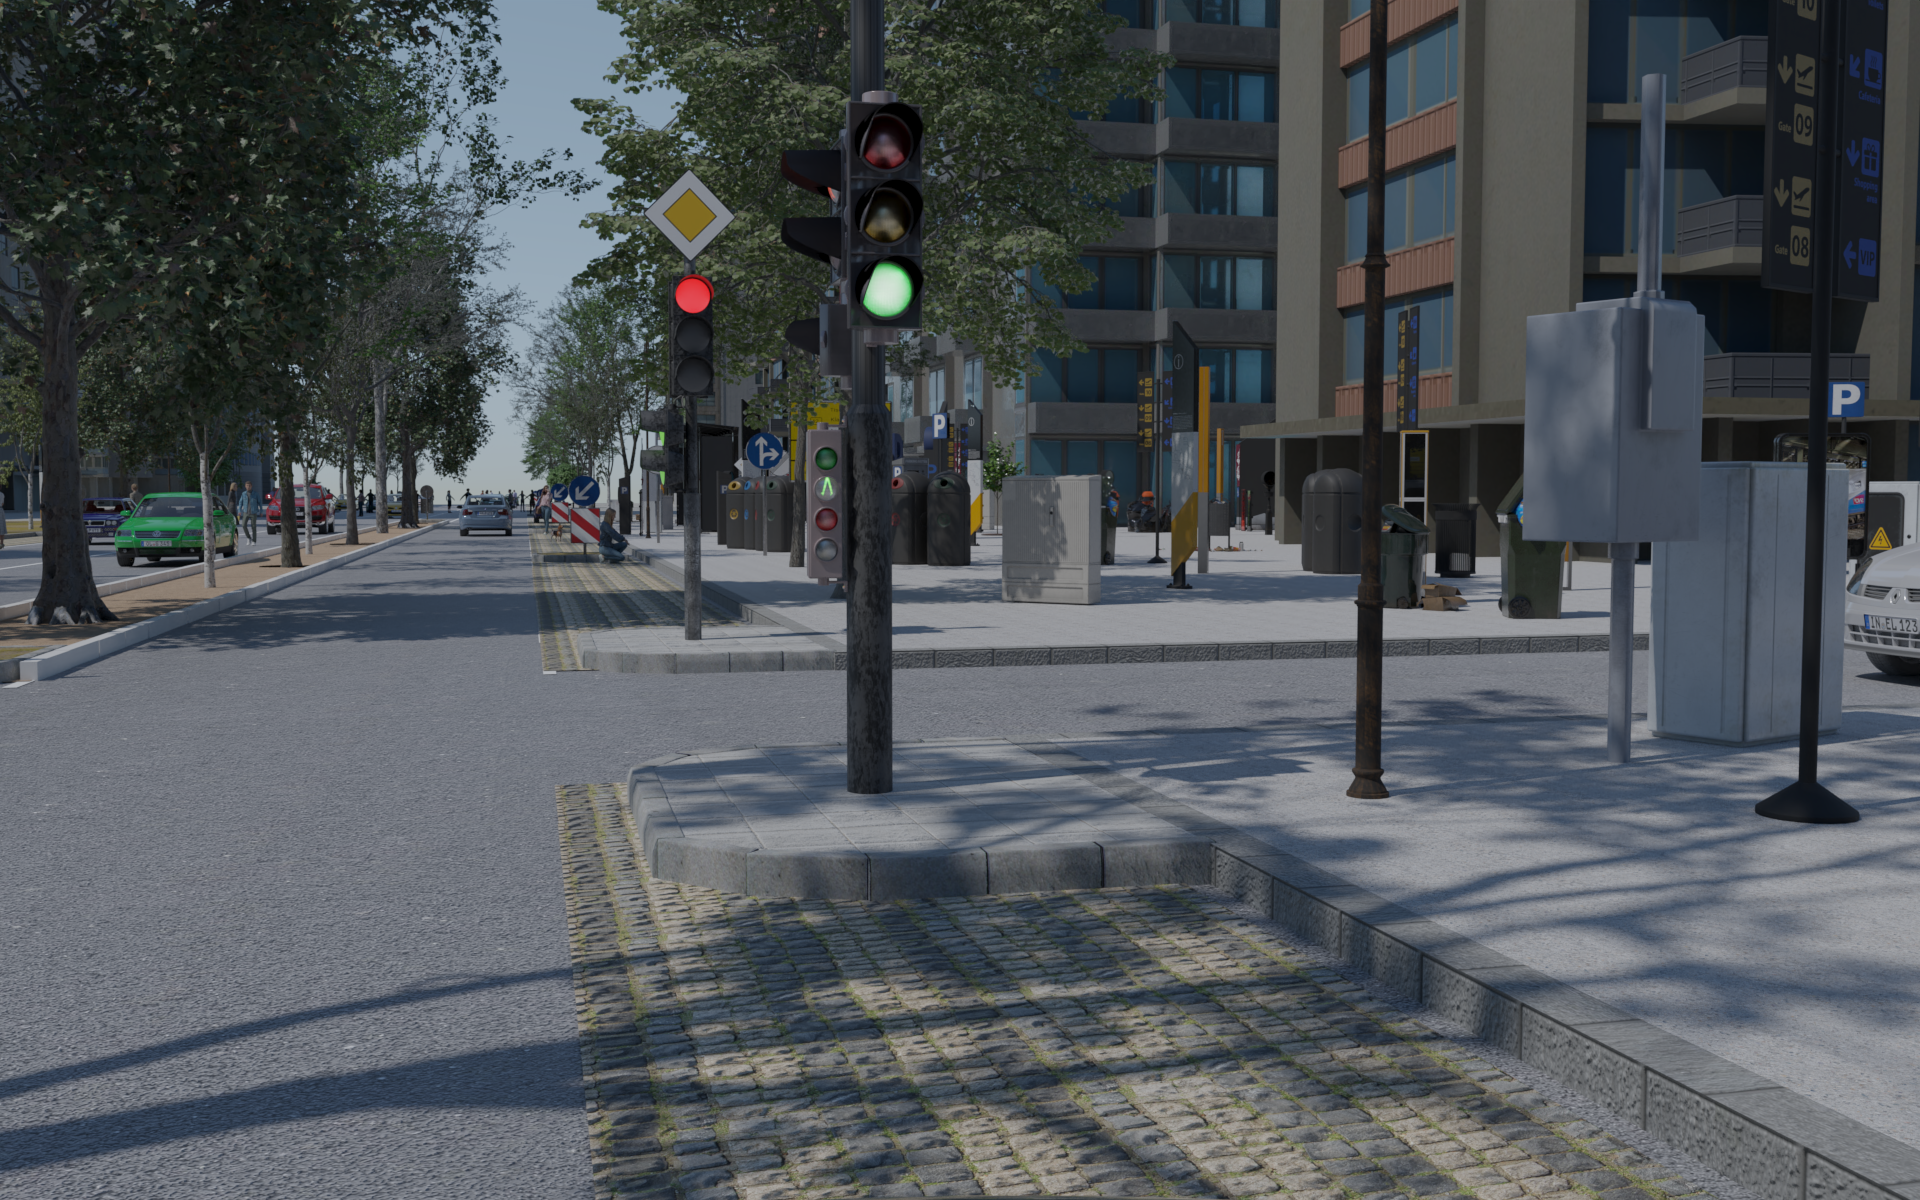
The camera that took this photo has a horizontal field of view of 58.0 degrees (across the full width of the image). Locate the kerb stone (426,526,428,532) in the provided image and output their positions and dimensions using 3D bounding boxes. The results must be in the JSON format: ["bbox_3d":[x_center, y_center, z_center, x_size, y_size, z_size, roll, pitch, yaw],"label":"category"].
[{"bbox_3d":[-19.989,-2.580,64.423,0.120,0.150,1.000,-1,4,-14],"label":"kerb stone"}]

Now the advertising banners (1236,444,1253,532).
[{"bbox_3d":[9.805,-3.890,59.792,0.090,3.025,2.074,0,4,-6],"label":"advertising banners"}]

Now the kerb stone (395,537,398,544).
[{"bbox_3d":[-16.235,-1.670,49.505,0.120,0.150,1.000,-1,4,-14],"label":"kerb stone"}]

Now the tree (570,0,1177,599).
[{"bbox_3d":[-0.971,-6.303,21.183,7.486,12.596,7.792,0,3,0],"label":"tree"}]

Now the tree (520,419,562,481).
[{"bbox_3d":[-55.429,-19.298,233.652,7.486,12.596,7.792,0,3,0],"label":"tree"}]

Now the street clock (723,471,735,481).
[{"bbox_3d":[-7.248,-3.037,54.221,0.358,2.002,0.471,1,4,17],"label":"street clock"}]

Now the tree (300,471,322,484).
[{"bbox_3d":[-53.719,-9.121,143.723,1.663,3.219,1.824,0,3,0],"label":"tree"}]

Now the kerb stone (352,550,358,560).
[{"bbox_3d":[-13.238,-0.940,37.576,0.120,0.150,1.000,-1,4,-14],"label":"kerb stone"}]

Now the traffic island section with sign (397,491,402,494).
[{"bbox_3d":[-69.317,-12.591,214.487,1.989,1.847,2.006,-1,4,-14],"label":"traffic island section with sign"}]

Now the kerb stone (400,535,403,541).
[{"bbox_3d":[-16.736,-1.792,51.488,0.120,0.150,1.000,-1,4,-14],"label":"kerb stone"}]

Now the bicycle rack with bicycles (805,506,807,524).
[{"bbox_3d":[-6.080,-3.696,73.809,2.852,0.926,2.925,-3,4,-39],"label":"bicycle rack with bicycles"}]

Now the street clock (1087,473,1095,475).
[{"bbox_3d":[4.596,-3.445,60.902,0.358,2.002,0.471,1,4,16],"label":"street clock"}]

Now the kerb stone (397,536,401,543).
[{"bbox_3d":[-16.481,-1.727,50.497,0.120,0.150,1.000,-1,4,-14],"label":"kerb stone"}]

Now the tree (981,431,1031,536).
[{"bbox_3d":[1.075,-3.614,53.695,1.663,3.219,1.824,0,3,0],"label":"tree"}]

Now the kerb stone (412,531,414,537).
[{"bbox_3d":[-17.985,-2.094,56.451,0.120,0.150,1.000,-1,4,-14],"label":"kerb stone"}]

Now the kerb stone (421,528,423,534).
[{"bbox_3d":[-19.237,-2.400,61.442,0.120,0.150,1.000,-1,4,-14],"label":"kerb stone"}]

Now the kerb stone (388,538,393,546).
[{"bbox_3d":[-15.734,-1.549,47.518,0.120,0.150,1.000,-1,4,-14],"label":"kerb stone"}]

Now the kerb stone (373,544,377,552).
[{"bbox_3d":[-14.492,-1.246,42.561,0.120,0.150,1.000,-1,4,-14],"label":"kerb stone"}]

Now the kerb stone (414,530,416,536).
[{"bbox_3d":[-18.233,-2.156,57.443,0.120,0.150,1.000,-1,4,-14],"label":"kerb stone"}]

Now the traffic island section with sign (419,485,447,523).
[{"bbox_3d":[-26.599,-4.781,86.305,2.006,1.907,1.989,-1,4,-14],"label":"traffic island section with sign"}]

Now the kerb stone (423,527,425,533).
[{"bbox_3d":[-19.483,-2.461,62.439,0.120,0.150,1.000,-1,4,-14],"label":"kerb stone"}]

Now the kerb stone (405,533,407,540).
[{"bbox_3d":[-17.240,-1.911,53.474,0.120,0.150,1.000,-1,4,-14],"label":"kerb stone"}]

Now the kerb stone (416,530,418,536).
[{"bbox_3d":[-18.484,-2.216,58.444,0.120,0.150,1.000,-1,4,-14],"label":"kerb stone"}]

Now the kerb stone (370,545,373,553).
[{"bbox_3d":[-14.246,-1.183,41.565,0.120,0.150,1.000,-1,4,-14],"label":"kerb stone"}]

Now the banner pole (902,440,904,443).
[{"bbox_3d":[-2.709,-4.945,70.870,0.863,3.779,0.401,0,4,-6],"label":"banner pole"}]

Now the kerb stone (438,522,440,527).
[{"bbox_3d":[-22.239,-3.130,73.377,0.120,0.150,1.000,-1,4,-14],"label":"kerb stone"}]

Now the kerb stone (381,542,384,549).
[{"bbox_3d":[-14.984,-1.362,44.545,0.120,0.150,1.000,-1,4,-14],"label":"kerb stone"}]

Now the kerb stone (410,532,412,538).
[{"bbox_3d":[-17.730,-2.034,55.458,0.120,0.150,1.000,-1,4,-14],"label":"kerb stone"}]

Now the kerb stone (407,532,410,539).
[{"bbox_3d":[-17.484,-1.974,54.466,0.120,0.150,1.000,-1,4,-14],"label":"kerb stone"}]

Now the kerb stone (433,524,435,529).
[{"bbox_3d":[-21.235,-2.887,69.398,0.120,0.150,1.000,-1,4,-14],"label":"kerb stone"}]

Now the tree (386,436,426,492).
[{"bbox_3d":[-76.927,-18.539,237.524,7.601,10.594,8.767,-2,4,-32],"label":"tree"}]

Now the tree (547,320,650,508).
[{"bbox_3d":[-14.983,-7.472,72.522,4.360,8.622,3.978,0,3,0],"label":"tree"}]

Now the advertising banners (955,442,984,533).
[{"bbox_3d":[0.274,-3.775,57.914,0.090,3.025,2.074,-2,4,-27],"label":"advertising banners"}]

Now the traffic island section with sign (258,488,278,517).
[{"bbox_3d":[-42.481,-6.060,107.705,1.989,1.847,2.006,-1,4,-14],"label":"traffic island section with sign"}]

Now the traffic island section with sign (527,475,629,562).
[{"bbox_3d":[-8.169,-1.741,37.092,1.989,1.847,2.006,-1,4,-14],"label":"traffic island section with sign"}]

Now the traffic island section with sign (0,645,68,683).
[{"bbox_3d":[-8.270,-0.324,13.428,2.006,1.907,1.989,-1,4,-14],"label":"traffic island section with sign"}]

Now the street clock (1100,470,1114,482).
[{"bbox_3d":[4.408,-2.902,52.019,0.358,2.002,0.471,3,5,40],"label":"street clock"}]

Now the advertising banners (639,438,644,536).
[{"bbox_3d":[-9.815,-3.497,53.370,0.090,3.025,2.074,0,4,-8],"label":"advertising banners"}]

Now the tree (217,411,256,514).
[{"bbox_3d":[-47.148,-9.890,112.066,4.737,8.622,4.395,0,3,0],"label":"tree"}]

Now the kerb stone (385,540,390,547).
[{"bbox_3d":[-15.495,-1.482,46.524,0.120,0.150,1.000,-1,4,-14],"label":"kerb stone"}]

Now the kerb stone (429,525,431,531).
[{"bbox_3d":[-20.486,-2.705,66.421,0.120,0.150,1.000,-1,4,-14],"label":"kerb stone"}]

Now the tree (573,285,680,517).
[{"bbox_3d":[-21.251,-11.518,98.683,12.009,13.543,11.850,0,3,0],"label":"tree"}]

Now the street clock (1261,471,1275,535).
[{"bbox_3d":[9.665,-3.033,54.162,0.471,2.002,0.358,-1,4,-12],"label":"street clock"}]

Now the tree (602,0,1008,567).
[{"bbox_3d":[-2.546,-5.861,30.248,7.601,10.594,8.767,-2,4,-25],"label":"tree"}]

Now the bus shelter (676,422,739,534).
[{"bbox_3d":[-8.655,-4.142,59.000,1.731,3.624,6.357,-1,4,-14],"label":"bus shelter"}]

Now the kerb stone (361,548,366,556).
[{"bbox_3d":[-13.747,-1.061,39.572,0.120,0.150,1.000,-1,4,-14],"label":"kerb stone"}]

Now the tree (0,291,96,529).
[{"bbox_3d":[-33.814,-6.888,62.979,4.737,8.622,4.395,0,3,0],"label":"tree"}]

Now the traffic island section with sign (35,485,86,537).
[{"bbox_3d":[-30.294,-3.093,59.205,1.989,1.847,2.006,-1,4,-14],"label":"traffic island section with sign"}]

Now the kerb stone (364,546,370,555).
[{"bbox_3d":[-13.994,-1.121,40.564,0.120,0.150,1.000,-1,4,-14],"label":"kerb stone"}]

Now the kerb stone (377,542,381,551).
[{"bbox_3d":[-14.739,-1.306,43.553,0.120,0.150,1.000,-1,4,-14],"label":"kerb stone"}]

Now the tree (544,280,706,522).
[{"bbox_3d":[-15.236,-9.410,79.612,9.928,11.665,9.643,0,3,0],"label":"tree"}]

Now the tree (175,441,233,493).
[{"bbox_3d":[-41.876,-6.872,96.070,4.285,4.588,4.351,0,3,0],"label":"tree"}]

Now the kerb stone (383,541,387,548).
[{"bbox_3d":[-15.242,-1.419,45.534,0.120,0.150,1.000,-1,4,-14],"label":"kerb stone"}]

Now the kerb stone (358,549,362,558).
[{"bbox_3d":[-13.496,-0.999,38.576,0.120,0.150,1.000,-1,4,-14],"label":"kerb stone"}]

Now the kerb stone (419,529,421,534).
[{"bbox_3d":[-18.982,-2.338,60.429,0.120,0.150,1.000,-1,4,-14],"label":"kerb stone"}]

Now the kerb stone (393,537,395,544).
[{"bbox_3d":[-15.992,-1.610,48.512,0.120,0.150,1.000,-1,4,-14],"label":"kerb stone"}]

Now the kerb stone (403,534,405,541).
[{"bbox_3d":[-16.986,-1.852,52.479,0.120,0.150,1.000,-1,4,-14],"label":"kerb stone"}]

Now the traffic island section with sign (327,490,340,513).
[{"bbox_3d":[-49.064,-7.661,133.881,1.989,1.847,2.006,-1,4,-14],"label":"traffic island section with sign"}]
